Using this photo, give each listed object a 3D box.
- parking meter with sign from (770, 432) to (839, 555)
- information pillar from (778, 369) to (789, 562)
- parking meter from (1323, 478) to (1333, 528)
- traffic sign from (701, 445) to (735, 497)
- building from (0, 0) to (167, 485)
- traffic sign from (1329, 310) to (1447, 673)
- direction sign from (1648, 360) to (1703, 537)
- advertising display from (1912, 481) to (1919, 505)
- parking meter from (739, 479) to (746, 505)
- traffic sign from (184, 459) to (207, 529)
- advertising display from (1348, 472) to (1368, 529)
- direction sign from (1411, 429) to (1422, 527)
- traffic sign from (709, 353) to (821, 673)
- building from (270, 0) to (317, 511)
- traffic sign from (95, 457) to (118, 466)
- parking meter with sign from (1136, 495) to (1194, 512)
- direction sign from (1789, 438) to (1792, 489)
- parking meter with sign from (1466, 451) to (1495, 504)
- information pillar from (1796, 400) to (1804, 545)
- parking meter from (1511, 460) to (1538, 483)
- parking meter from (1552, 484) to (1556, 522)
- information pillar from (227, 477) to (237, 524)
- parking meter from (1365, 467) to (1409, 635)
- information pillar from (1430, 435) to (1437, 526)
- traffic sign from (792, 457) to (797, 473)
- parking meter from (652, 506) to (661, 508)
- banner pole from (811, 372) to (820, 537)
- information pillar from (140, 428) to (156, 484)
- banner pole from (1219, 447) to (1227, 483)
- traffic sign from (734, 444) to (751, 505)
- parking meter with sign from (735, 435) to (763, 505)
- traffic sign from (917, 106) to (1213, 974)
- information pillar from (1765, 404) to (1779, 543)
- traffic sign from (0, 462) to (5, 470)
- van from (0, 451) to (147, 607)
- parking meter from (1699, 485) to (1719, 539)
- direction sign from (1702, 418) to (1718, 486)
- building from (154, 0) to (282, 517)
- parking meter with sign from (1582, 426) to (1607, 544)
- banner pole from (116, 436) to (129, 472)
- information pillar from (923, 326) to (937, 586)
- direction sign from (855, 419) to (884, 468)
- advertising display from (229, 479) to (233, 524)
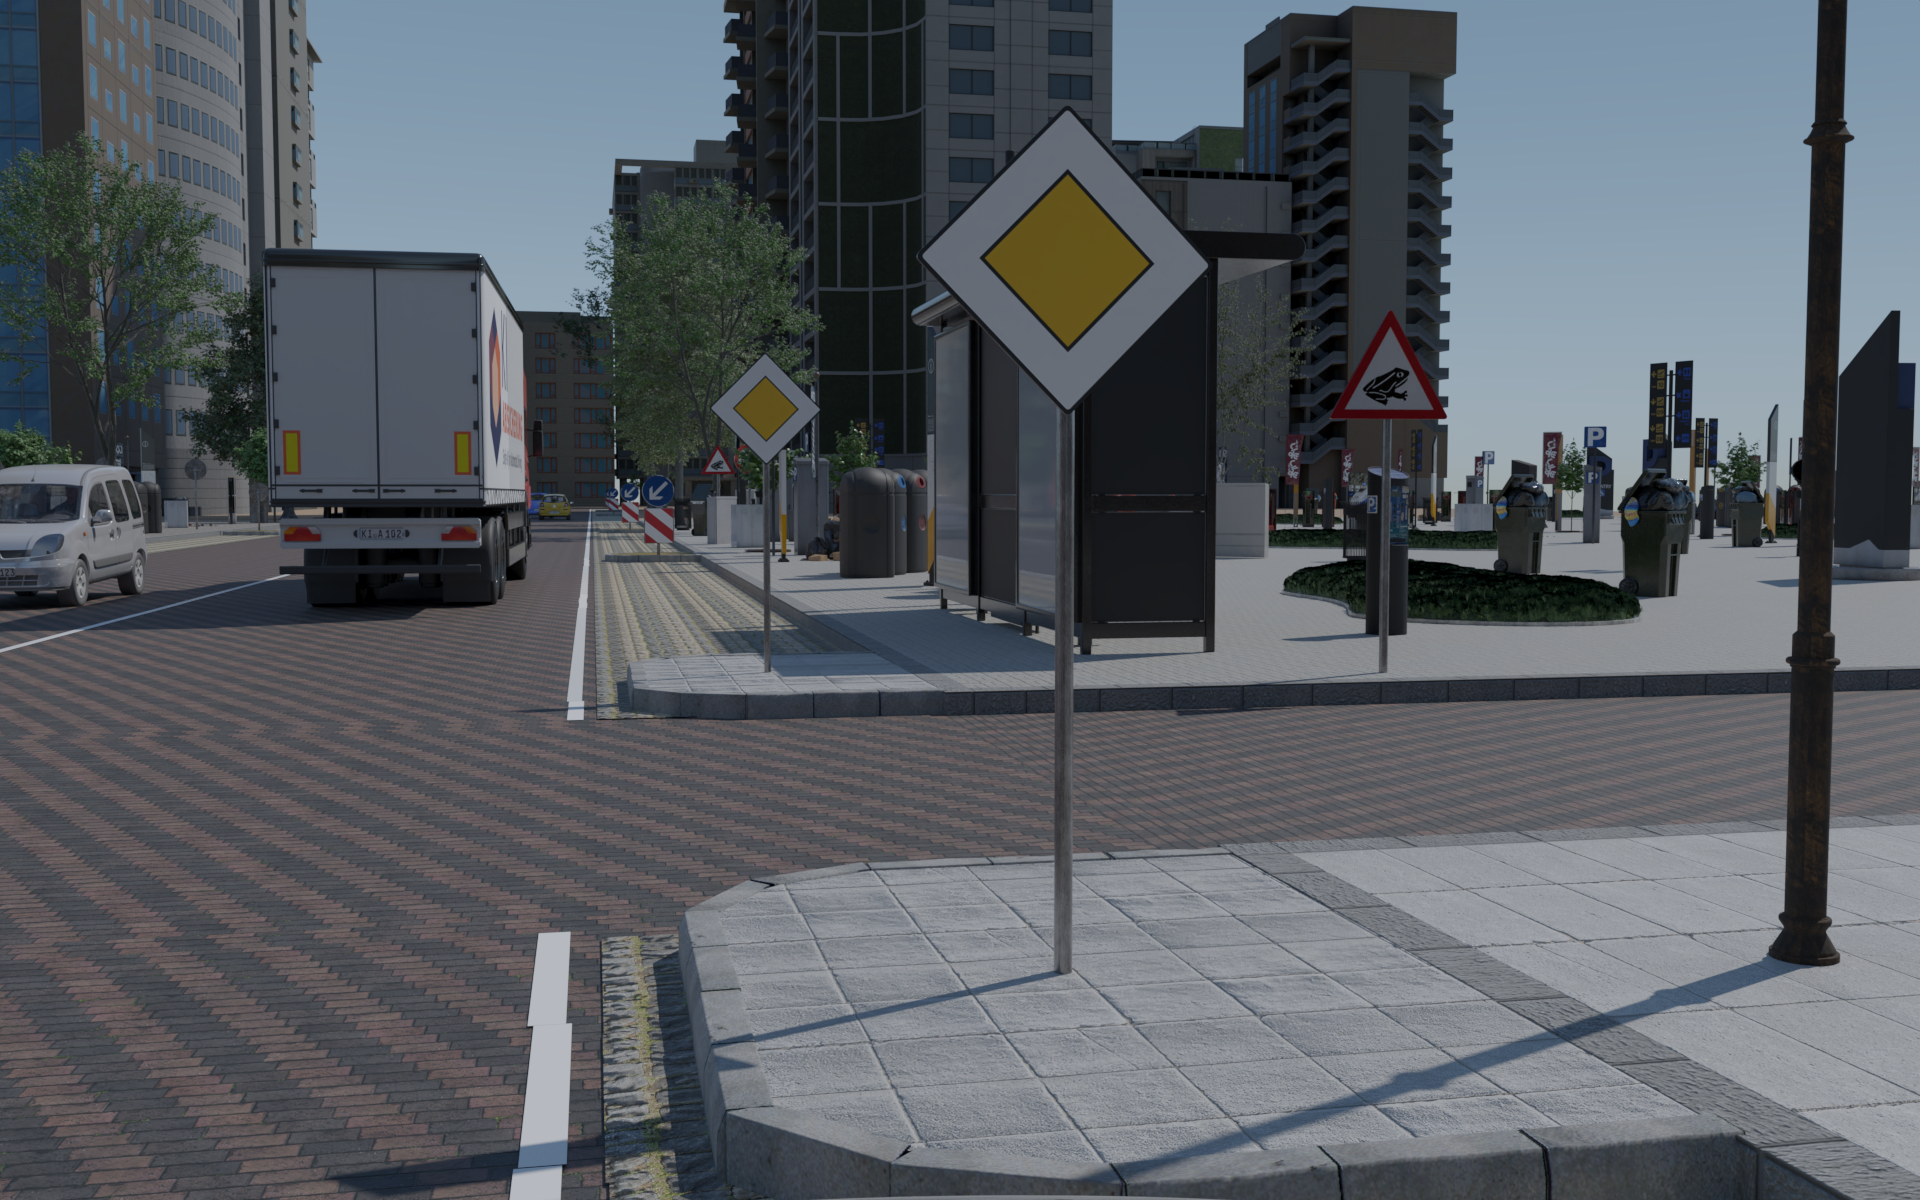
[{"bbox_3d":[-3.116,-2.457,36.439,1.738,3.016,0.543,-1,4,-17],"label":"parking meter with sign"},{"bbox_3d":[-3.351,-2.529,32.698,0.183,3.616,0.504,-1,4,-12],"label":"information pillar"},{"bbox_3d":[13.586,-3.563,63.971,0.255,1.863,0.399,0,4,-7],"label":"parking meter"},{"bbox_3d":[-6.453,-2.828,46.238,0.884,2.594,0.081,0,4,-6],"label":"traffic sign"},{"bbox_3d":[-49.346,-26.699,86.640,14.600,45.320,14.200,-1,4,-12],"label":"building"},{"bbox_3d":[3.041,-0.756,12.372,0.884,2.594,0.081,-1,4,-10],"label":"traffic sign"},{"bbox_3d":[12.174,-2.308,29.739,0.379,3.537,0.876,-2,4,-27],"label":"direction sign"},{"bbox_3d":[46.388,-4.788,83.490,0.974,1.923,0.123,0,4,-6],"label":"advertising display"},{"bbox_3d":[-8.336,-3.710,66.374,0.255,1.863,0.399,-1,4,-15],"label":"parking meter"},{"bbox_3d":[-27.772,-3.844,62.959,0.768,2.556,0.104,-1,4,-11],"label":"traffic sign"},{"bbox_3d":[11.777,-2.781,50.682,0.123,1.923,0.974,-3,5,-40],"label":"advertising display"},{"bbox_3d":[16.003,-4.207,60.774,0.379,3.537,0.876,-1,4,-9],"label":"direction sign"},{"bbox_3d":[-1.387,-0.535,12.396,0.795,2.450,0.064,-1,4,-12],"label":"traffic sign"},{"bbox_3d":[-63.193,-31.242,134.515,21.600,48.544,21.300,-1,4,-12],"label":"building"},{"bbox_3d":[-28.904,-3.583,58.692,0.768,2.556,0.104,0,4,-7],"label":"traffic sign"},{"bbox_3d":[3.824,-2.330,34.356,1.738,3.016,0.543,1,4,9],"label":"parking meter with sign"},{"bbox_3d":[33.477,-4.762,69.856,0.379,3.537,0.876,1,4,22],"label":"direction sign"},{"bbox_3d":[21.071,-4.562,70.846,0.543,3.016,1.738,-1,4,-20],"label":"parking meter with sign"},{"bbox_3d":[21.053,-3.154,42.915,0.183,3.616,0.504,-1,4,-21],"label":"information pillar"},{"bbox_3d":[9.546,-1.444,29.318,0.255,1.863,0.399,-3,5,-42],"label":"parking meter"},{"bbox_3d":[27.400,-4.512,79.482,0.255,1.863,0.399,-3,5,-43],"label":"parking meter"},{"bbox_3d":[-31.335,-4.284,74.533,0.304,2.012,0.304,-1,4,-16],"label":"information pillar"},{"bbox_3d":[3.911,-0.455,15.849,0.372,1.533,0.369,0,3,0],"label":"parking meter"},{"bbox_3d":[18.902,-4.754,69.082,0.183,3.616,0.504,2,4,29],"label":"information pillar"},{"bbox_3d":[-4.125,-2.362,40.746,0.606,2.300,0.079,0,4,-6],"label":"traffic sign"},{"bbox_3d":[-13.372,-4.156,76.354,0.372,1.533,0.369,0,3,0],"label":"parking meter"},{"bbox_3d":[-2.959,-2.772,35.336,0.401,3.779,0.863,0,4,6],"label":"banner pole"},{"bbox_3d":[-28.970,-4.308,61.790,0.183,3.616,0.504,3,4,38],"label":"information pillar"},{"bbox_3d":[12.162,-5.569,81.075,0.863,3.779,0.401,3,4,39],"label":"banner pole"},{"bbox_3d":[-5.319,-2.672,43.795,0.768,2.556,0.104,-1,4,-8],"label":"traffic sign"},{"bbox_3d":[-5.146,-3.078,46.583,1.738,3.016,0.543,-1,4,-11],"label":"parking meter with sign"},{"bbox_3d":[0.274,-0.058,4.585,0.795,2.450,0.064,-1,4,-12],"label":"traffic sign"},{"bbox_3d":[21.070,-3.278,44.952,0.504,3.616,0.183,-3,5,-44],"label":"information pillar"},{"bbox_3d":[-25.171,-2.748,44.926,0.884,2.594,0.081,0,4,-5],"label":"traffic sign"},{"bbox_3d":[-12.255,-0.991,23.211,2.013,2.044,4.112,-1,4,-11],"label":"van"},{"bbox_3d":[21.275,-2.501,49.304,0.372,1.533,0.369,0,3,0],"label":"parking meter"},{"bbox_3d":[22.193,-3.643,51.567,0.876,3.537,0.379,-2,4,-24],"label":"direction sign"},{"bbox_3d":[-56.115,-34.550,106.892,21.231,58.520,28.212,-1,4,-12],"label":"building"},{"bbox_3d":[16.594,-3.005,45.396,0.543,3.016,1.738,1,4,18],"label":"parking meter with sign"},{"bbox_3d":[-35.966,-5.161,74.393,0.401,3.779,0.863,3,5,45],"label":"banner pole"},{"bbox_3d":[-0.333,-2.000,24.061,0.183,3.616,0.504,-1,4,-23],"label":"information pillar"},{"bbox_3d":[-2.708,-3.681,52.184,0.876,3.537,0.379,-1,4,-14],"label":"direction sign"},{"bbox_3d":[-30.919,-4.173,73.444,0.123,1.923,0.974,-1,4,-23],"label":"advertising display"}]
